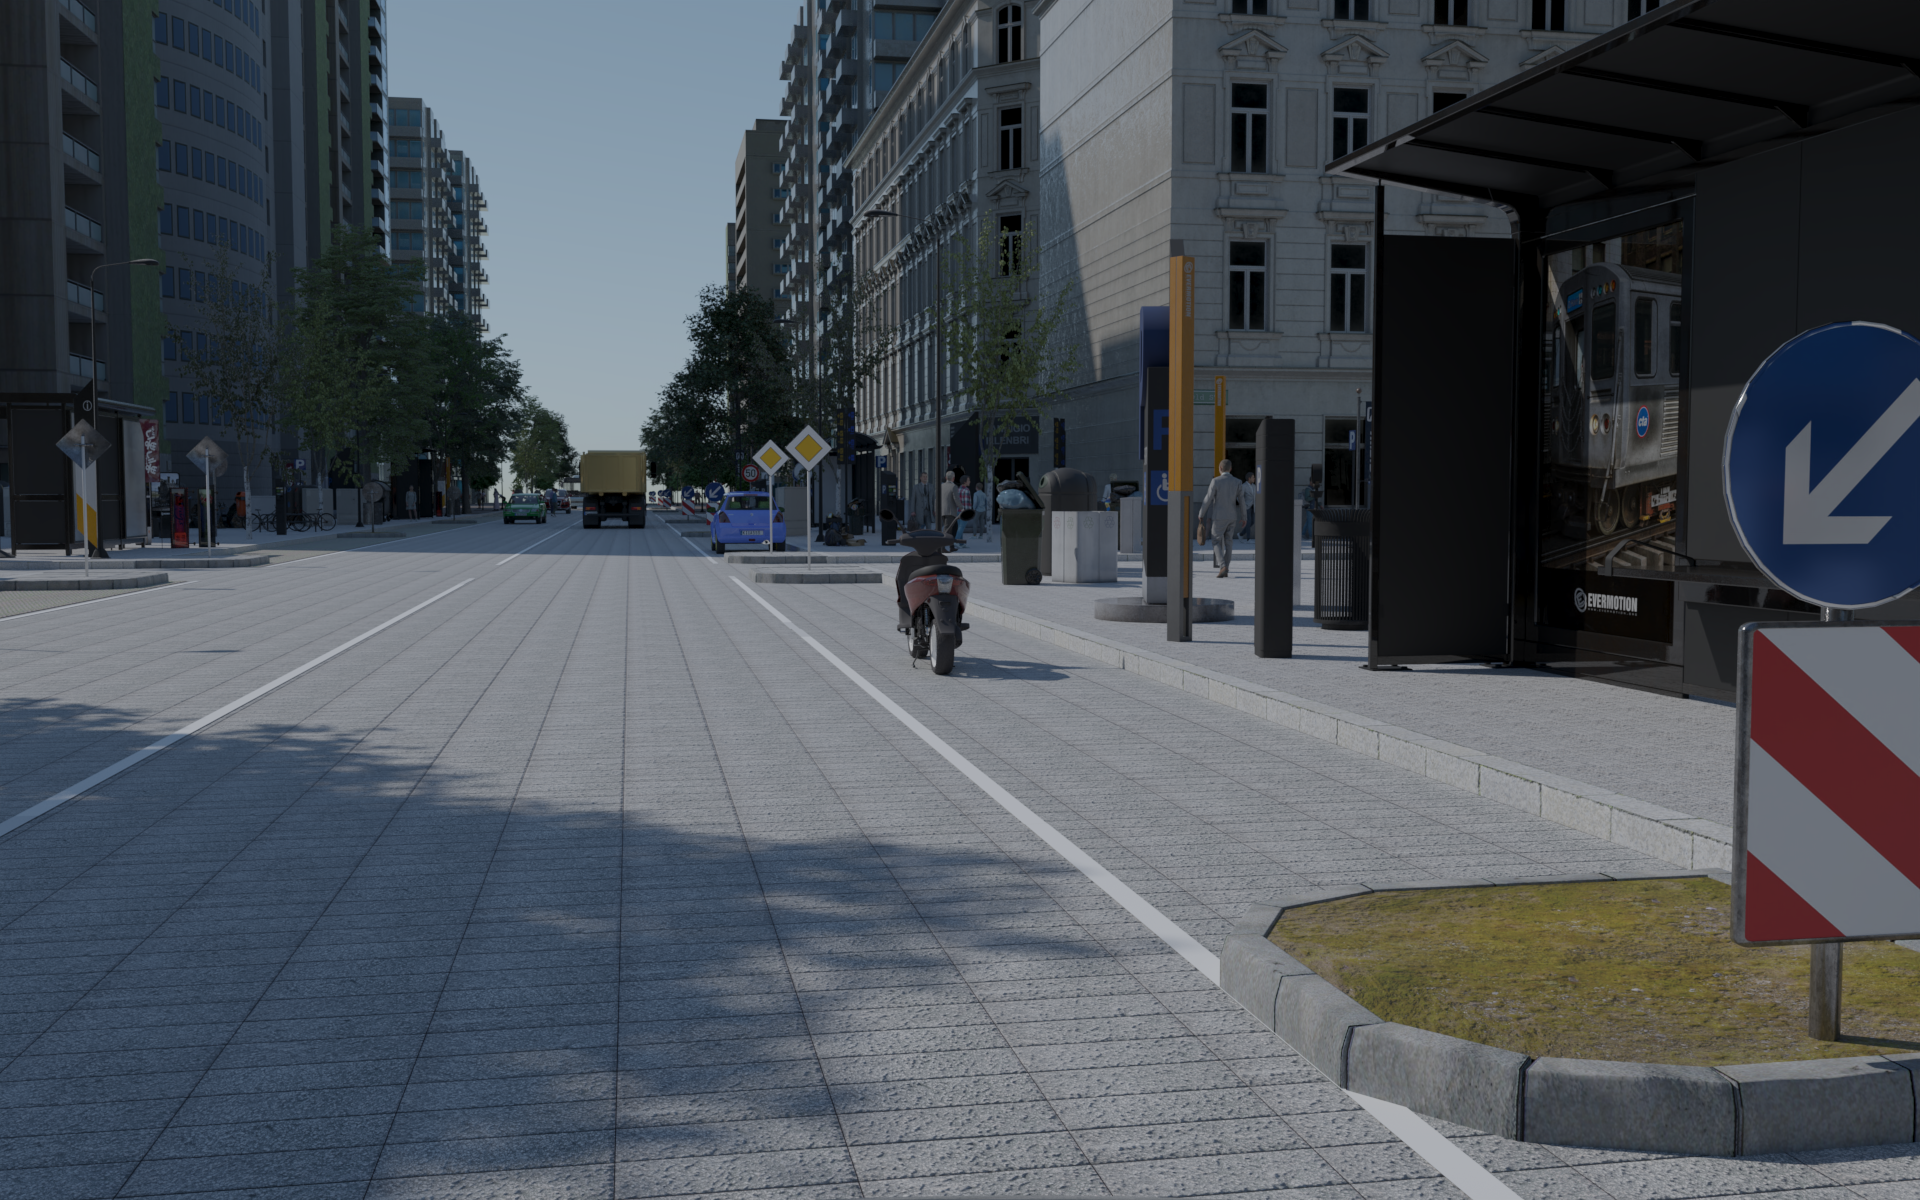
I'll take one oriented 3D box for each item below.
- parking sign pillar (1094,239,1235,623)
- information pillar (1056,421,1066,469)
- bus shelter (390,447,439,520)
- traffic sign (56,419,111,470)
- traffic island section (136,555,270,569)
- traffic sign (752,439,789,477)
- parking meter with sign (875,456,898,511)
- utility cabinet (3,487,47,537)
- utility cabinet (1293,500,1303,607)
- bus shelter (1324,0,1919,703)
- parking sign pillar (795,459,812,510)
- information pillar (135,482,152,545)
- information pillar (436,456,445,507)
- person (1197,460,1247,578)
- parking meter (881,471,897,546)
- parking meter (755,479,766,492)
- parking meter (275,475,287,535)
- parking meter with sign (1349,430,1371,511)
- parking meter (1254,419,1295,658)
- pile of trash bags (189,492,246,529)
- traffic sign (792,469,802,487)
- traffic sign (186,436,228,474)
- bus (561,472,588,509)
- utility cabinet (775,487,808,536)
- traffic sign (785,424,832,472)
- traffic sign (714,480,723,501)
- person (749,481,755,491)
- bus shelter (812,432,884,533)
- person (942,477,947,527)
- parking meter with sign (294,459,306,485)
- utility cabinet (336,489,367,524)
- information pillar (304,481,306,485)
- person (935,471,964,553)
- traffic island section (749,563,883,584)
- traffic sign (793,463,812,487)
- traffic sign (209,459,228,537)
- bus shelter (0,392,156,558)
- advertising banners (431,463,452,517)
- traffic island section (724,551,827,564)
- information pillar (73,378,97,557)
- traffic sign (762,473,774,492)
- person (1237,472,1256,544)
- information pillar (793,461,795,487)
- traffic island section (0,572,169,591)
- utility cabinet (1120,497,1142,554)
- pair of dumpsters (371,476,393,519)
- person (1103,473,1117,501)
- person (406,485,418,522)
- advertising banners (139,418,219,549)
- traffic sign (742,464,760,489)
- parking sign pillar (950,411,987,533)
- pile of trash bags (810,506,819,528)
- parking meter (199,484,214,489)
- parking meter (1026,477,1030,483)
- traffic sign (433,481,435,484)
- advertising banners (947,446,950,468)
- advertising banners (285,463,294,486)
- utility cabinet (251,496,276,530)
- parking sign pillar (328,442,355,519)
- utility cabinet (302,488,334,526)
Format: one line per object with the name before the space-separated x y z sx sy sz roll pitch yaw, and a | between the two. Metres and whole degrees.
parking sign pillar | 2.107 -1.793 17.781 1.447 3.967 1.447 0 4 4
information pillar | 3.112 -3.813 53.692 0.183 3.616 0.504 2 4 34
bus shelter | -27.972 -5.980 89.048 1.731 3.624 6.357 -1 4 -11
traffic sign | -13.609 -1.512 26.907 0.795 2.593 0.064 -1 4 -11
traffic island section | -15.121 -0.767 34.815 2.009 0.180 2.903 -1 4 -11
traffic sign | -4.000 -2.119 36.834 0.795 2.593 0.064 -1 4 -11
parking meter with sign | -3.150 -4.998 77.978 0.543 3.016 1.738 -2 4 -32
utility cabinet | -27.528 -2.589 51.010 1.173 1.500 0.318 0 4 6
utility cabinet | 3.617 -0.514 19.564 0.306 1.237 1.020 1 4 21
bus shelter | 4.025 -1.123 9.637 1.731 3.624 6.357 -1 4 -11
parking sign pillar | -7.474 -5.905 85.024 1.447 3.967 1.447 -3 5 -42
information pillar | -20.533 -2.386 43.496 0.304 2.012 0.304 0 4 -5
information pillar | -32.375 -7.132 107.965 0.504 3.616 0.183 -1 4 -19
person | 4.051 -1.257 26.713 0.709 1.813 0.853 -1 4 -16
parking meter | -1.762 -2.278 42.953 0.255 1.863 0.399 -2 4 -30
parking meter | -7.515 -3.648 65.354 0.255 1.863 0.399 3 5 42
parking meter | -21.266 -2.968 54.245 0.255 1.863 0.399 -1 4 -11
parking meter with sign | 11.561 -3.127 47.381 1.738 3.016 0.543 0 4 -5
parking meter | 2.479 -0.486 13.661 0.255 1.863 0.399 0 4 1
pile of trash bags | -27.320 -3.351 64.535 3.447 1.369 1.912 3 5 43
traffic sign | -7.011 -4.667 76.404 0.768 2.556 0.104 0 4 -2
traffic sign | -15.100 -1.992 34.753 0.795 2.593 0.064 -1 4 -11
bus | -36.288 -10.454 165.785 2.948 3.499 13.247 -1 4 -9
utility cabinet | -5.072 -2.690 52.656 0.318 1.500 1.173 2 4 35
traffic sign | -2.508 -1.639 28.989 0.795 2.593 0.064 -1 4 -11
traffic sign | -14.623 -6.470 105.887 0.768 2.556 0.104 0 4 -4
person | -8.513 -3.977 71.244 0.466 1.800 0.511 2 4 34
bus shelter | -3.974 -3.962 58.706 2.014 3.302 5.546 -1 4 -11
person | -0.483 -2.932 54.074 0.679 1.850 0.850 3 5 44
parking meter with sign | -33.133 -5.547 86.953 0.543 3.016 1.738 -1 4 -22
utility cabinet | -25.346 -3.883 72.165 1.173 1.500 0.318 -1 4 -15
information pillar | -38.202 -5.883 100.677 0.304 2.012 0.304 1 4 21
person | -0.197 -1.916 37.774 0.661 1.777 0.834 2 4 35
traffic island section | -2.487 -0.416 29.076 2.009 0.180 2.903 -1 4 -11
traffic sign | -6.216 -4.195 68.696 0.768 2.556 0.104 -1 4 -8
traffic sign | -22.422 -3.180 52.103 0.768 2.556 0.104 0 4 -8
bus shelter | -19.548 -3.637 37.104 2.179 5.291 8.768 -1 4 -11
advertising banners | -29.312 -6.187 97.347 2.074 3.025 0.090 2 4 29
traffic island section | -3.978 -0.895 36.921 2.009 0.180 2.903 -1 4 -11
information pillar | -17.690 -2.677 35.121 0.504 3.616 0.183 1 4 12
traffic sign | -8.948 -4.804 80.667 0.606 2.300 0.079 -1 4 -9
person | 7.391 -2.377 44.748 0.661 1.843 0.795 -3 4 -37
information pillar | -9.531 -6.654 100.150 0.183 3.616 0.504 -2 4 -25
traffic island section | -13.630 -0.287 26.970 2.009 0.180 2.903 -1 4 -11
utility cabinet | 3.717 -1.626 37.746 0.306 1.237 1.020 1 4 16
pair of dumpsters | -29.818 -5.314 89.371 1.574 2.255 4.437 -1 4 -11
person | 4.166 -2.493 46.674 0.514 1.842 0.818 -3 4 -38
person | -25.624 -4.519 80.927 0.512 1.701 0.522 -1 4 -22
advertising banners | -18.439 -2.736 40.916 0.090 3.025 2.074 2 4 28
traffic sign | -8.914 -4.506 73.782 0.768 2.556 0.104 0 4 -7
parking sign pillar | 0.242 -4.200 57.139 1.447 3.967 1.447 -3 5 -40
pile of trash bags | -5.410 -3.460 66.318 1.912 1.369 3.447 -1 4 -13
parking meter | -19.780 -2.269 45.510 0.372 1.533 0.369 0 3 0
parking meter | 2.271 -3.282 59.366 0.255 1.863 0.399 0 4 6
traffic sign | -29.383 -5.842 95.528 0.884 2.594 0.081 0 4 -2
advertising banners | -0.001 -4.046 62.344 0.090 3.025 2.074 -2 4 -27
advertising banners | -37.060 -6.211 97.741 2.074 3.025 0.090 -3 5 -39
utility cabinet | -25.242 -3.152 62.705 1.020 1.237 0.306 0 4 -7
parking sign pillar | -32.137 -6.209 89.989 1.447 3.967 1.447 3 5 39
utility cabinet | -25.429 -3.665 68.605 0.318 1.500 1.173 3 4 37
